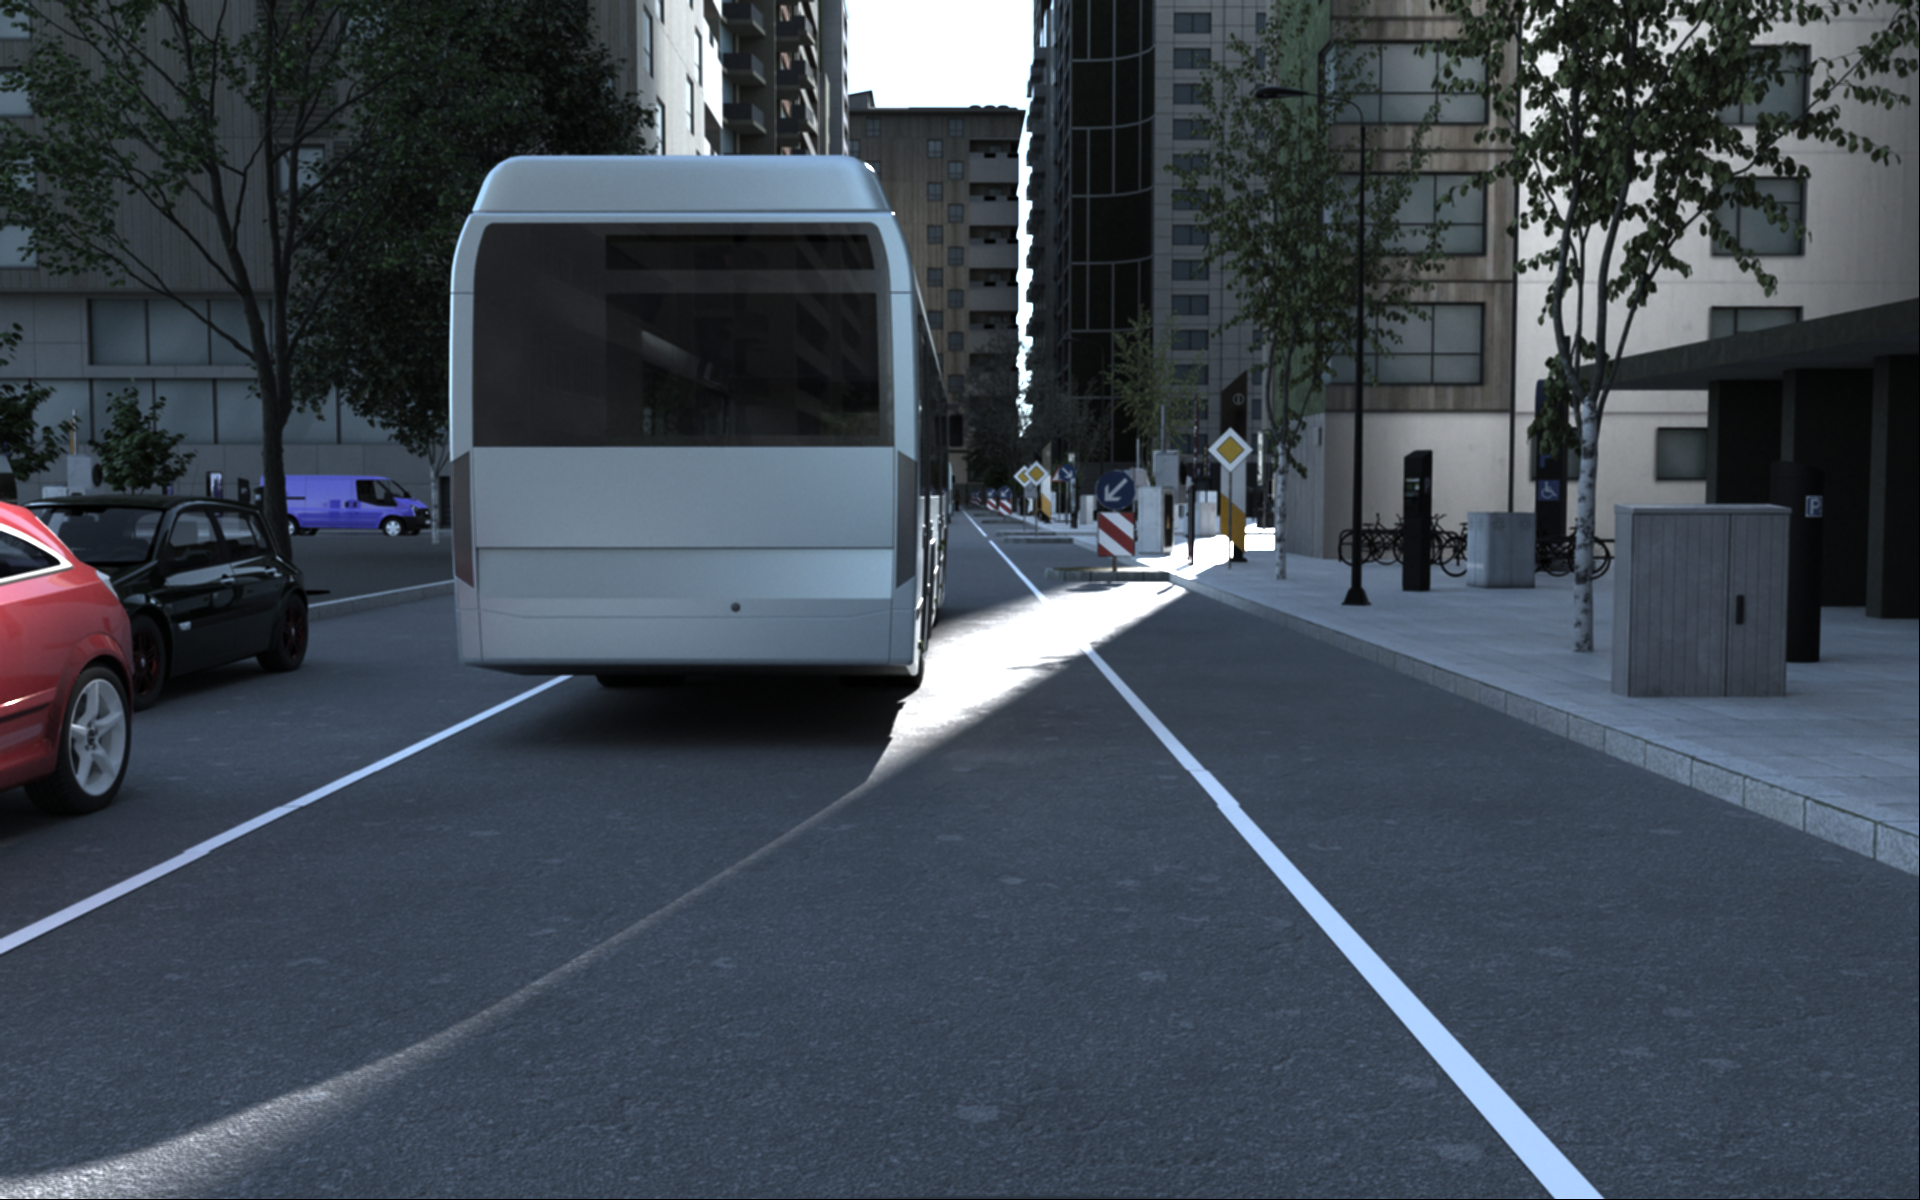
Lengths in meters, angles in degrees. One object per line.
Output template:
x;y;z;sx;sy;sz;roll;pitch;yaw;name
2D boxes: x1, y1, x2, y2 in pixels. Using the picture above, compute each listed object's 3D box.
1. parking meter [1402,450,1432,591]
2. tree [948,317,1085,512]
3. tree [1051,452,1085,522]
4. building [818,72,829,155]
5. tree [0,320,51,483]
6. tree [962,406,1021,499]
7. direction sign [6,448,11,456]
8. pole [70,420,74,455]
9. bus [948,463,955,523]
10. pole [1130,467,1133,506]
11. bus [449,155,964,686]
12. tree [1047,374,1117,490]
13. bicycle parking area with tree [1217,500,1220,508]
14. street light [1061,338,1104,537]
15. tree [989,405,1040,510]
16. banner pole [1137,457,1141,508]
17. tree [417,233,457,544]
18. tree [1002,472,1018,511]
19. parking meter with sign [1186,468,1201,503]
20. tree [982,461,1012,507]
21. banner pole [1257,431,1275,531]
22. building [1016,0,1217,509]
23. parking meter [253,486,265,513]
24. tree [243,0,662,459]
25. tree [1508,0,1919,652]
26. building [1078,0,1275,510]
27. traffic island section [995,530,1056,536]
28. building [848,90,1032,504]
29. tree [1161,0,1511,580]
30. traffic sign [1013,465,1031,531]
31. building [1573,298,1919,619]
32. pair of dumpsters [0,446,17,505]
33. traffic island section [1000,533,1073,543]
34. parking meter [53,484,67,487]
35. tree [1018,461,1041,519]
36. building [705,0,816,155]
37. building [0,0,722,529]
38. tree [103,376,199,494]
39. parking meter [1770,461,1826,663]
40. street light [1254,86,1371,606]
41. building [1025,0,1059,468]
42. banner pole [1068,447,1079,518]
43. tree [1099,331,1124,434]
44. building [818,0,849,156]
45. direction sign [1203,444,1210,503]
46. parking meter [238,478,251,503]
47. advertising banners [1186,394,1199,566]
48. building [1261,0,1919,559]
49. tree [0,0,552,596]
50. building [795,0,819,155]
6.052;-1.053;22.926;0.255;1.863;0.399;3;4;38;parking meter
3.673;-12.883;121.014;12.009;13.543;11.850;0;3;0;tree
4.946;-5.180;79.288;1.663;3.219;1.824;0;3;0;tree
-19.692;-29.312;162.852;14.154;41.232;14.086;0;4;0;building
-9.351;-1.315;16.094;1.663;3.219;1.824;0;3;0;tree
4.018;-18.015;212.673;7.486;12.596;7.792;0;3;0;tree
-32.731;-4.089;58.855;0.876;3.537;0.379;-2;4;-33;direction sign
-24.403;-3.298;47.772;0.158;3.312;0.155;0;3;0;pole
-1.701;-5.702;88.082;2.948;3.499;13.247;0;4;0;bus
12.907;-8.360;130.529;0.158;3.312;0.155;0;3;0;pole
-1.462;-1.296;16.052;2.948;3.499;13.247;0;4;0;bus
7.448;-9.578;106.968;4.360;8.622;3.978;0;3;0;tree
20.810;-7.771;114.058;8.231;4.147;9.016;2;4;23;bicycle parking area with tree
3.700;-4.838;51.638;1.470;5.913;1.316;0;4;0;street light
4.266;-11.393;136.642;4.360;8.622;3.978;0;3;0;tree
10.684;-6.948;103.624;0.401;3.779;0.863;-1;4;-11;banner pole
-13.349;-5.754;44.443;4.737;8.622;4.395;0;3;0;tree
4.095;-8.292;130.178;1.663;3.219;1.824;0;3;0;tree
15.311;-7.359;116.572;1.738;3.016;0.543;-1;4;-11;parking meter with sign
3.876;-11.591;173.219;4.285;4.588;4.351;0;3;0;tree
10.595;-4.328;60.776;0.401;3.779;0.863;2;4;33;banner pole
16.702;-46.328;195.717;20.563;71.187;20.611;0;4;0;building
-21.069;-2.676;52.162;0.372;1.533;0.369;0;3;0;parking meter
-9.523;-7.226;35.159;9.611;12.733;9.660;0;3;0;tree
5.310;-3.887;13.918;4.737;8.622;4.395;0;3;0;tree
16.818;-43.185;144.321;20.563;71.187;20.611;0;4;0;building
2.243;-2.291;59.741;2.009;0.180;2.903;0;4;0;traffic island section
-3.265;-39.475;234.657;27.495;52.752;28.713;0;4;0;building
5.062;-4.616;25.833;4.737;8.622;4.395;0;3;0;tree
2.220;-3.426;59.663;0.795;2.450;0.064;0;4;0;traffic sign
19.152;-21.625;8.193;22.147;44.769;28.867;0;4;0;building
-8.400;-0.577;11.921;1.574;2.255;4.437;0;4;0;pair of dumpsters
2.298;-1.803;51.756;2.009;0.180;2.903;0;4;0;traffic island section
-22.255;-2.103;42.793;0.372;1.533;0.369;0;3;0;parking meter
4.264;-5.696;87.723;1.663;3.219;1.824;0;3;0;tree
-21.190;-28.149;114.863;22.147;44.769;28.867;0;4;0;building
-25.062;-29.671;74.358;28.713;52.752;27.495;0;4;0;building
-13.531;-2.061;28.301;1.663;3.219;1.824;0;3;0;tree
6.418;-0.299;13.308;0.372;1.533;0.369;0;3;0;parking meter
4.055;-2.897;19.915;1.470;5.913;1.316;0;4;0;street light
17.908;-33.719;170.915;23.786;49.044;30.456;0;4;0;building
6.041;-6.226;91.806;0.863;3.779;0.401;-2;4;-34;banner pole
7.578;-7.188;67.887;4.737;8.622;4.395;0;3;0;tree
-26.895;-40.055;196.904;28.212;58.520;21.231;0;4;0;building
11.271;-5.334;79.209;0.379;3.537;0.876;2;4;27;direction sign
-25.404;-3.412;61.489;0.399;1.863;0.255;-2;4;-26;parking meter
4.192;-2.144;31.240;0.090;3.025;2.074;0;4;4;advertising banners
14.123;-21.783;39.754;14.154;41.232;14.086;0;4;0;building
-8.784;-5.880;21.893;9.928;11.665;9.643;0;3;0;tree
-23.201;-31.871;144.795;21.300;48.544;21.600;0;4;0;building
